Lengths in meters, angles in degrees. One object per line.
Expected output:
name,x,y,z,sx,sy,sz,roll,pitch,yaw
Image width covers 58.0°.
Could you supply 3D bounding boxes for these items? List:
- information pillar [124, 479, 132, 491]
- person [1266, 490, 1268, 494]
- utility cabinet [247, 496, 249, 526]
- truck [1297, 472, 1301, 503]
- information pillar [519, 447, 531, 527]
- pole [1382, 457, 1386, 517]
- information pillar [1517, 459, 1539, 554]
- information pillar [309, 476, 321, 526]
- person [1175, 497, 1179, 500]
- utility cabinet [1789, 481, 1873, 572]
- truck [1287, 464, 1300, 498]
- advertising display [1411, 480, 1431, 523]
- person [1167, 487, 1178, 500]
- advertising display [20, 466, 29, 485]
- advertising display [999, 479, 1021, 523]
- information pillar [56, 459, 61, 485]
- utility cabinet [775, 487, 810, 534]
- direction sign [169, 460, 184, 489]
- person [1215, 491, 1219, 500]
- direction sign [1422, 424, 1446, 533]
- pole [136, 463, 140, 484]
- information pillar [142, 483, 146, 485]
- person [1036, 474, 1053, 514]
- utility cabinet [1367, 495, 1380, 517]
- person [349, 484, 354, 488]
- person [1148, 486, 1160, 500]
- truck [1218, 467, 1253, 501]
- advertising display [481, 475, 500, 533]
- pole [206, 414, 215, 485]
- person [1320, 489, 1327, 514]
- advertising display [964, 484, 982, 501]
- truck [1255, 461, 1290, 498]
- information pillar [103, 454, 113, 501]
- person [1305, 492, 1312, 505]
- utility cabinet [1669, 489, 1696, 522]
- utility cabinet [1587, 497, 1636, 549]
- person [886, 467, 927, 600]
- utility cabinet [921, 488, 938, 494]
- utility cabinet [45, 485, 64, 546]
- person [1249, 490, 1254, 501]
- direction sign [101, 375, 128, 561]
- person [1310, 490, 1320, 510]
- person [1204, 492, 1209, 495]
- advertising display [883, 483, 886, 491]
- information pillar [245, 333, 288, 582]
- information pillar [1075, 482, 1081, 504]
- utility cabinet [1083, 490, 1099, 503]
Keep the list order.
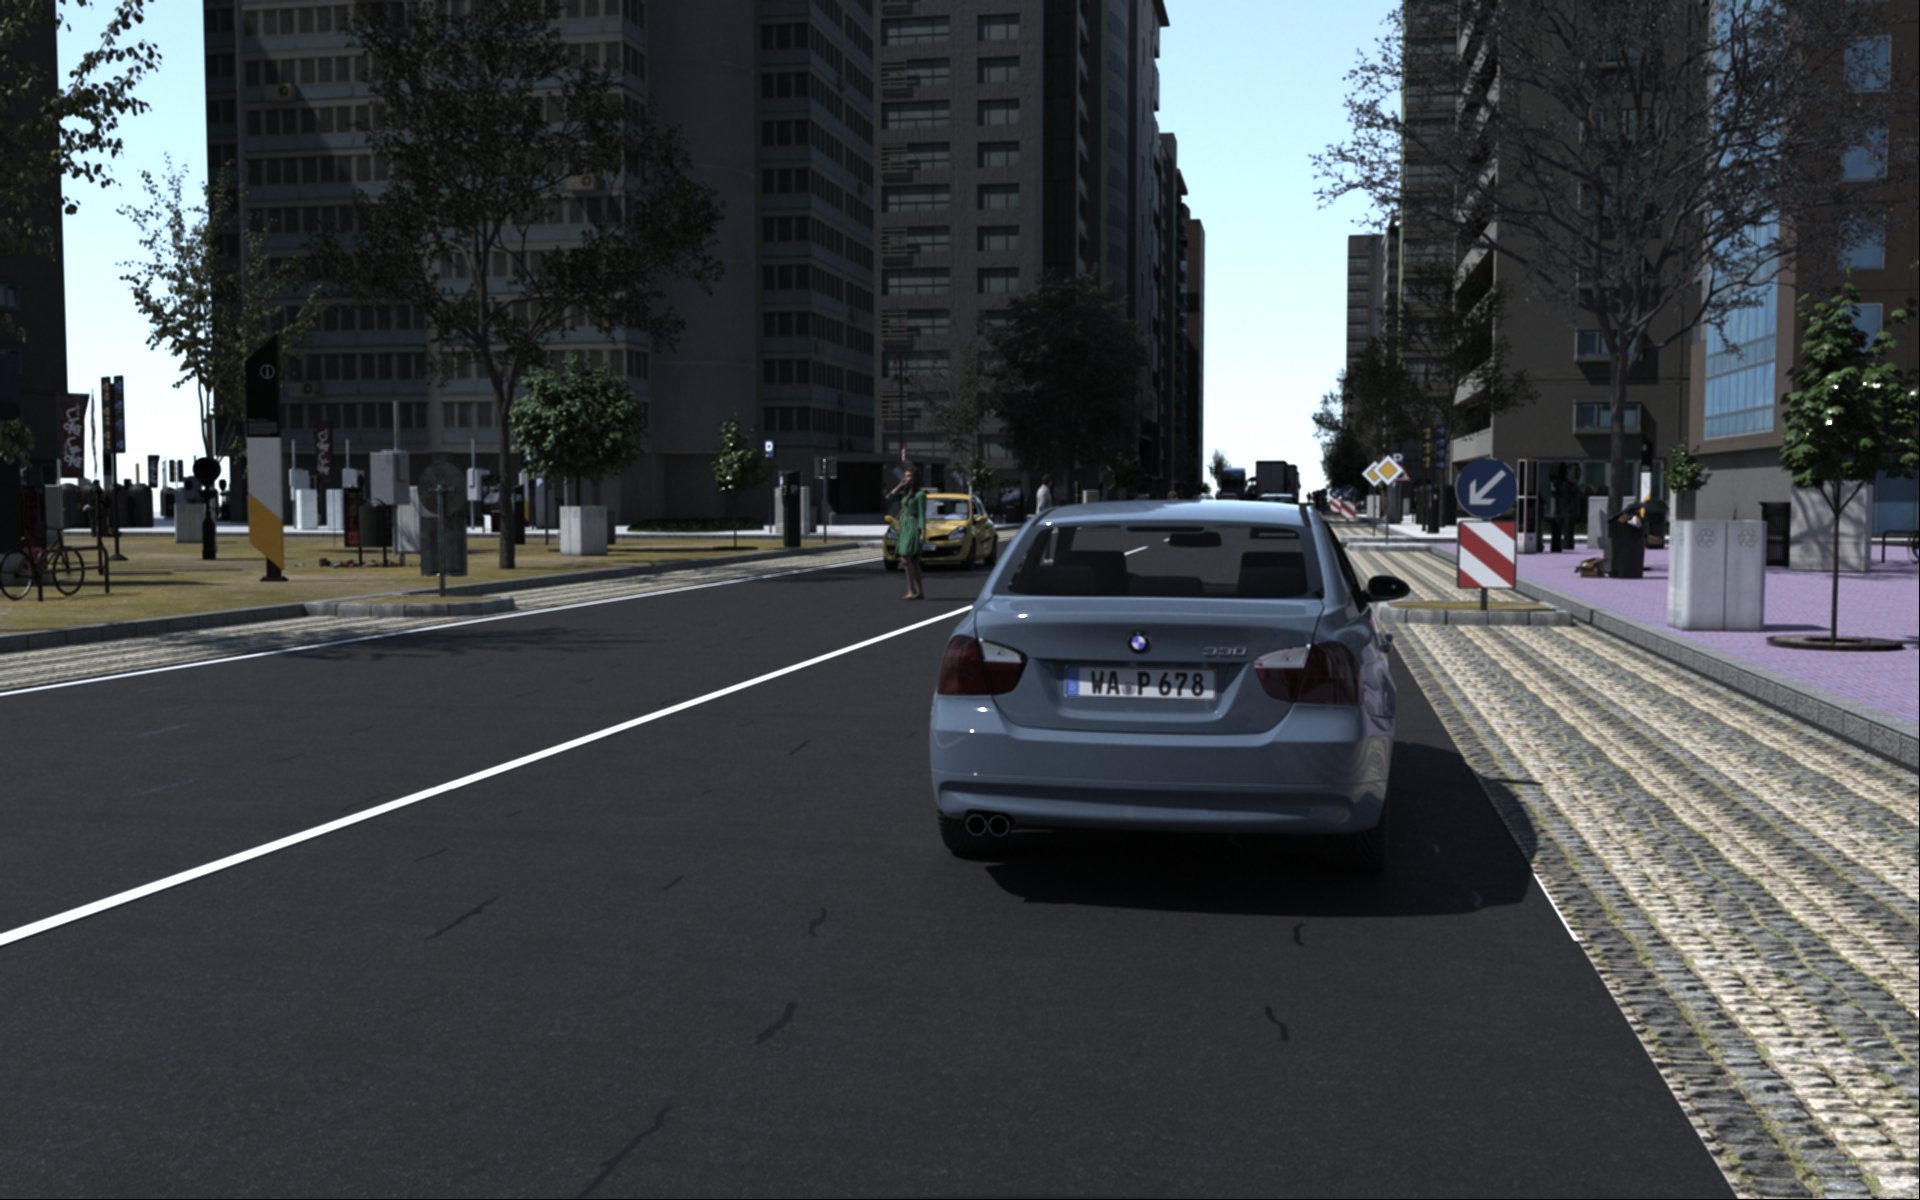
information pillar,-40.007,-4.822,83.324,0.304,2.012,0.304,-1,4,-10
person,23.592,-7.558,132.788,1.217,1.736,0.721,3,5,44
utility cabinet,-28.755,-3.649,70.827,0.306,1.237,1.020,0,4,5
truck,42.256,-14.271,222.250,2.839,4.237,11.283,1,4,12
information pillar,-16.824,-4.617,66.835,0.183,3.616,0.504,1,4,20
pole,23.208,-6.179,94.873,0.158,3.312,0.155,0,3,0
information pillar,12.093,-1.983,36.908,0.304,2.012,0.304,-1,4,-15
information pillar,-25.961,-3.989,69.716,0.304,2.012,0.304,1,4,12
person,8.347,-3.298,66.695,0.640,1.303,0.475,3,5,44
utility cabinet,14.374,-1.218,28.587,1.173,1.500,0.318,3,5,45
truck,31.724,-11.054,169.639,2.839,4.237,11.283,1,4,12
advertising display,20.538,-4.399,77.134,0.974,1.923,0.123,-2,4,-24
person,12.491,-5.679,101.268,0.656,1.842,0.836,-1,4,-22
advertising display,-17.468,-1.623,31.757,0.123,1.923,0.974,1,4,13
advertising display,2.186,-4.306,75.625,0.974,1.923,0.123,-1,4,-15
information pillar,-51.123,-6.534,98.184,0.183,3.616,0.504,-1,4,-8
utility cabinet,-5.313,-2.819,54.770,1.173,1.500,0.318,2,4,34
direction sign,-51.697,-7.481,114.316,0.876,3.537,0.379,0,4,-6
person,32.786,-12.978,220.693,0.705,1.824,1.348,-1,4,-16
direction sign,15.415,-3.940,56.415,0.379,3.537,0.876,-3,5,-40
pole,-54.292,-7.373,114.385,0.158,3.312,0.155,0,3,0
information pillar,-54.869,-6.845,116.399,0.304,2.012,0.304,-2,4,-28
person,1.671,-1.696,36.068,0.795,1.843,0.661,0,4,3
utility cabinet,23.342,-5.271,97.341,0.306,1.237,1.020,-3,4,-36
person,-18.470,-2.689,53.130,0.598,1.740,0.731,0,4,-3
person,9.656,-4.832,87.493,0.794,1.824,0.713,-2,4,-27
truck,28.966,-11.689,180.876,2.967,4.110,18.799,1,4,12
advertising display,-15.436,-3.209,57.682,0.974,1.923,0.123,-1,4,-23
pole,-19.070,-3.073,44.093,0.158,3.312,0.155,0,3,0
person,26.095,-7.070,124.289,0.583,1.804,0.606,1,4,19
advertising display,0.572,-4.286,75.287,0.974,1.923,0.123,3,5,44
truck,27.214,-9.906,150.880,2.839,4.237,11.283,1,4,12
information pillar,-37.505,-5.194,76.273,0.183,3.616,0.504,1,4,15
person,44.363,-12.947,220.712,0.750,1.759,0.617,-3,4,-36
utility cabinet,27.103,-3.441,64.935,1.173,1.500,0.318,-2,4,-32
utility cabinet,15.136,-1.778,40.236,1.020,1.237,0.306,2,4,24
person,-0.632,-0.896,23.395,0.600,1.795,0.529,3,5,39
utility cabinet,-1.439,-3.494,65.807,1.173,1.500,0.318,0,4,-3
utility cabinet,-22.579,-2.055,42.276,1.173,1.500,0.318,-1,4,-14
person,26.030,-8.954,154.902,0.705,1.822,1.348,1,4,21
direction sign,-16.264,-2.528,33.324,0.876,3.537,0.379,3,5,39
person,26.443,-7.311,128.554,1.217,1.766,0.721,-2,4,-30
person,28.583,-11.711,200.782,0.742,1.727,0.445,2,4,27
advertising display,-4.190,-5.921,102.024,0.974,1.923,0.123,0,4,4
information pillar,-10.169,-2.080,25.359,0.504,3.616,0.183,0,4,-1
information pillar,6.999,-5.999,102.579,0.304,2.012,0.304,-1,4,-15
utility cabinet,7.881,-5.833,104.053,0.318,1.500,1.173,3,5,44
